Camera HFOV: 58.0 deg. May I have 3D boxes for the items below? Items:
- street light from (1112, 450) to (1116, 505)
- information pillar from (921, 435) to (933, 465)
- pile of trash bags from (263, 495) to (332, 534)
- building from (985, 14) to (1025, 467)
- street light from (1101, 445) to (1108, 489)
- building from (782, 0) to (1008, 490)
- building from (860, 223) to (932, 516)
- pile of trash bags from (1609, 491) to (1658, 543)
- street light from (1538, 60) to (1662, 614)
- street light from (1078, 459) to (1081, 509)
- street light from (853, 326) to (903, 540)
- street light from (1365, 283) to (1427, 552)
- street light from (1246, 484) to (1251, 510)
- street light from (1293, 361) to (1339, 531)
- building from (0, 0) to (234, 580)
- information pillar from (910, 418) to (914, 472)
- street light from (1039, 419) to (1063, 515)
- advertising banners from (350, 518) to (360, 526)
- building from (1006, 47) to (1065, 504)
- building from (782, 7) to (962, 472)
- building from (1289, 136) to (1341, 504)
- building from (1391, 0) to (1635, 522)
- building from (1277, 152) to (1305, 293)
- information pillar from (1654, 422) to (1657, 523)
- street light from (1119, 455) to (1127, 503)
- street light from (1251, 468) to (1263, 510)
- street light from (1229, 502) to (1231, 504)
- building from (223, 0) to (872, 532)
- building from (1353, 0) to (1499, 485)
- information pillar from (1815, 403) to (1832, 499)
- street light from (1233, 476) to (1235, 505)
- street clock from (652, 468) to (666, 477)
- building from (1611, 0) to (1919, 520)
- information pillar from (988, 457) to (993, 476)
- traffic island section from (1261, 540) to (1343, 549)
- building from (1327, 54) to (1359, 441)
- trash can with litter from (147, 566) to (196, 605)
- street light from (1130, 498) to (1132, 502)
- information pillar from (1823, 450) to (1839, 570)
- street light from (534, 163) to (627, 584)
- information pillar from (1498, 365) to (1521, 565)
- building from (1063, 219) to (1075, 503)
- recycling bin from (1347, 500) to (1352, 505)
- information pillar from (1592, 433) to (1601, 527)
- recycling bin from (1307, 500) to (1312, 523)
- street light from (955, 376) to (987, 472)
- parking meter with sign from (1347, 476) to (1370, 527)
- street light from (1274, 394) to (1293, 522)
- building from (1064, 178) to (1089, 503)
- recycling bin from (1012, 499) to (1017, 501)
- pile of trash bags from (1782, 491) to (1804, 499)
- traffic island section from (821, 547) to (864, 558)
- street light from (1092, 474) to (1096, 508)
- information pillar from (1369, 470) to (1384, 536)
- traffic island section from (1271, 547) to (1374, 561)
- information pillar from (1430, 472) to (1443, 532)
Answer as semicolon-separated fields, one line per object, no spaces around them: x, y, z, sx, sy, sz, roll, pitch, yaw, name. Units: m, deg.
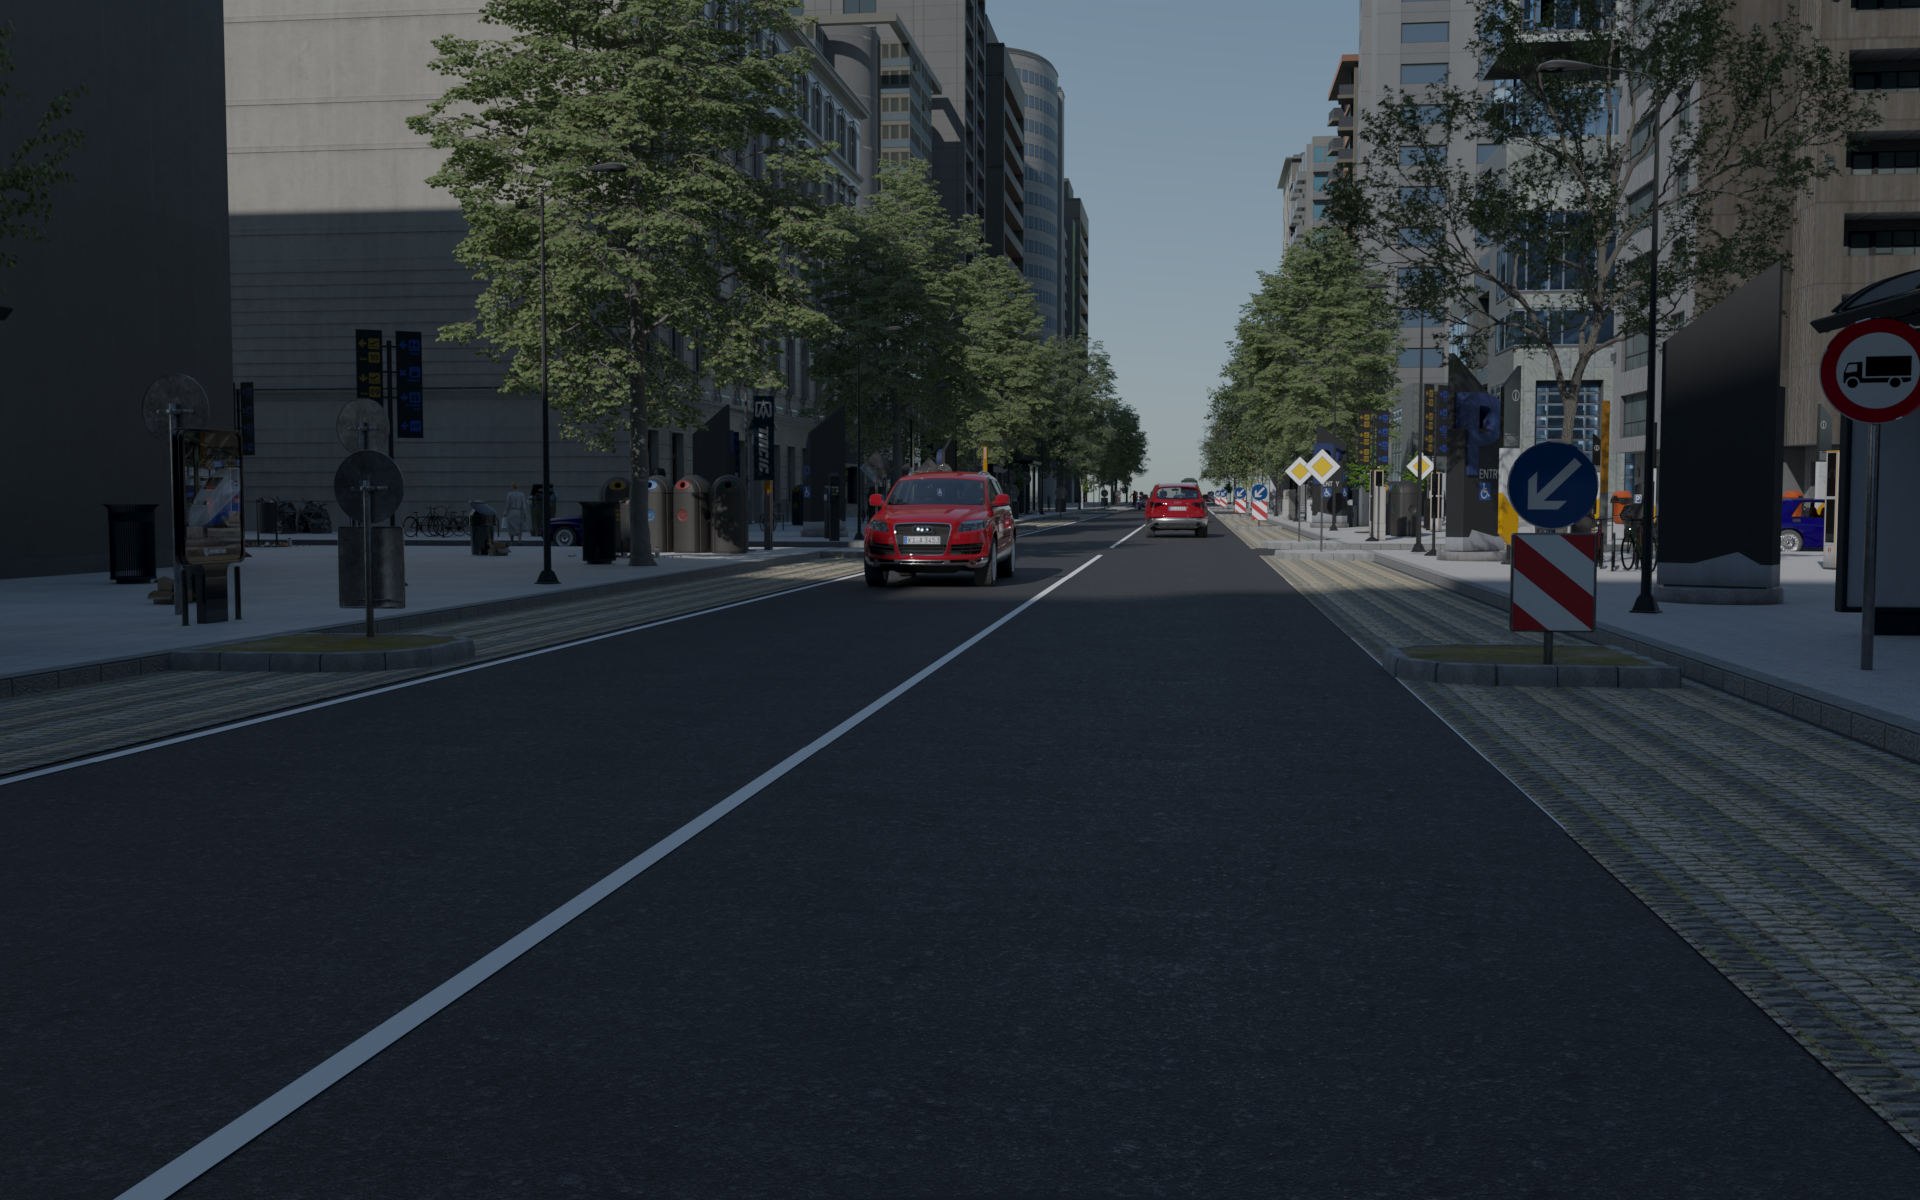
15.828;-12.908;183.589;1.470;5.913;1.316;0;4;8;street light
-1.277;-4.562;65.942;0.504;3.616;0.183;0;4;-6;information pillar
-22.179;-2.830;56.028;3.447;1.369;1.912;-2;4;-26;pile of trash bags
-4.895;-34.087;181.019;21.300;48.544;21.600;0;4;8;building
13.191;-11.688;163.641;1.470;5.913;1.316;0;4;8;street light
-6.154;-44.054;158.538;20.563;71.187;20.611;0;4;8;building
-8.049;-15.021;110.214;10.561;19.102;19.286;0;4;8;building
18.456;-2.231;46.226;1.912;1.369;3.447;-1;4;-13;pile of trash bags
6.888;-2.820;18.649;1.470;5.913;1.316;0;4;8;street light
7.862;-9.271;124.126;1.470;5.913;1.316;0;4;8;street light
-2.282;-4.627;48.186;1.470;5.913;1.316;0;4;8;street light
9.608;-4.017;38.219;1.470;5.913;1.316;0;4;8;street light
20.385;-9.004;119.760;1.470;5.913;1.316;0;4;8;street light
12.512;-5.372;60.378;1.470;5.913;1.316;0;4;8;street light
-26.006;-14.322;27.673;24.014;27.812;14.314;0;4;8;building
-1.496;-3.820;53.806;0.183;3.616;0.504;0;4;3;information pillar
5.657;-8.263;107.645;1.470;5.913;1.316;0;4;8;street light
-12.269;-2.388;35.235;0.090;3.025;2.074;-2;4;-28;advertising banners
2.188;-42.006;228.790;21.231;58.520;28.212;0;4;8;building
-15.258;-27.260;137.577;32.217;40.220;23.993;0;4;8;building
55.701;-37.436;231.692;23.786;49.044;30.456;0;4;8;building
36.565;-47.635;91.498;22.319;86.520;31.000;0;4;8;building
62.749;-41.089;261.037;28.713;52.752;27.495;0;4;8;building
22.532;-3.983;56.473;0.183;3.616;0.504;-1;4;-11;information pillar
18.794;-14.282;206.053;1.470;5.913;1.316;0;4;8;street light
17.664;-7.769;99.557;1.470;5.913;1.316;0;4;8;street light
25.363;-11.251;156.495;1.470;5.913;1.316;0;4;8;street light
-15.939;-18.505;78.964;17.030;29.872;44.131;0;4;8;building
43.322;-36.690;141.878;21.231;58.520;28.212;0;4;8;building
22.237;-3.259;44.635;0.504;3.616;0.183;-2;4;-26;information pillar
22.520;-10.043;136.750;1.470;5.913;1.316;0;4;8;street light
-8.333;-2.655;47.984;0.358;2.002;0.471;-2;4;-33;street clock
31.582;-17.627;59.899;14.107;30.474;14.160;0;4;8;building
1.636;-6.439;96.632;0.504;3.616;0.183;0;4;6;information pillar
9.117;-1.479;46.466;2.009;0.180;2.903;0;4;8;traffic island section
47.689;-31.567;170.739;22.147;44.769;28.867;0;4;8;building
-9.057;-0.556;20.473;0.624;1.170;1.055;1;4;14;trash can with litter
21.415;-15.480;225.636;1.470;5.913;1.316;0;4;8;street light
14.873;-1.519;29.330;0.304;2.012;0.304;-1;4;-9;information pillar
-5.357;-3.178;24.496;1.470;5.913;1.316;0;4;8;street light
9.979;-2.451;31.425;0.504;3.616;0.183;-2;4;-35;information pillar
9.151;-34.705;251.013;14.154;41.232;14.086;0;4;8;building
17.425;-3.865;75.755;0.722;1.027;0.722;-1;4;-17;recycling bin
24.594;-4.614;66.801;0.504;3.616;0.183;0;4;-8;information pillar
15.757;-3.905;76.395;0.722;1.027;0.722;2;4;34;recycling bin
0.379;-5.860;68.344;1.470;5.913;1.316;0;4;8;street light
15.691;-4.379;67.863;0.543;3.016;1.738;3;5;42;parking meter with sign
15.011;-6.571;79.977;1.470;5.913;1.316;0;4;8;street light
8.633;-39.473;269.086;21.300;48.544;21.600;0;4;8;building
2.704;-5.072;95.482;0.722;1.027;0.722;-1;4;-13;recycling bin
23.204;-2.252;46.566;3.447;1.369;1.912;-2;4;-34;pile of trash bags
-1.942;-1.077;39.886;2.009;0.180;2.903;0;4;8;traffic island section
10.475;-10.491;144.070;1.470;5.913;1.316;0;4;8;street light
12.689;-2.953;52.780;0.304;2.012;0.304;-1;4;-15;information pillar
8.061;-0.995;38.551;2.009;0.180;2.903;0;4;8;traffic island section
16.089;-3.303;58.495;0.304;2.012;0.304;3;4;37;information pillar
